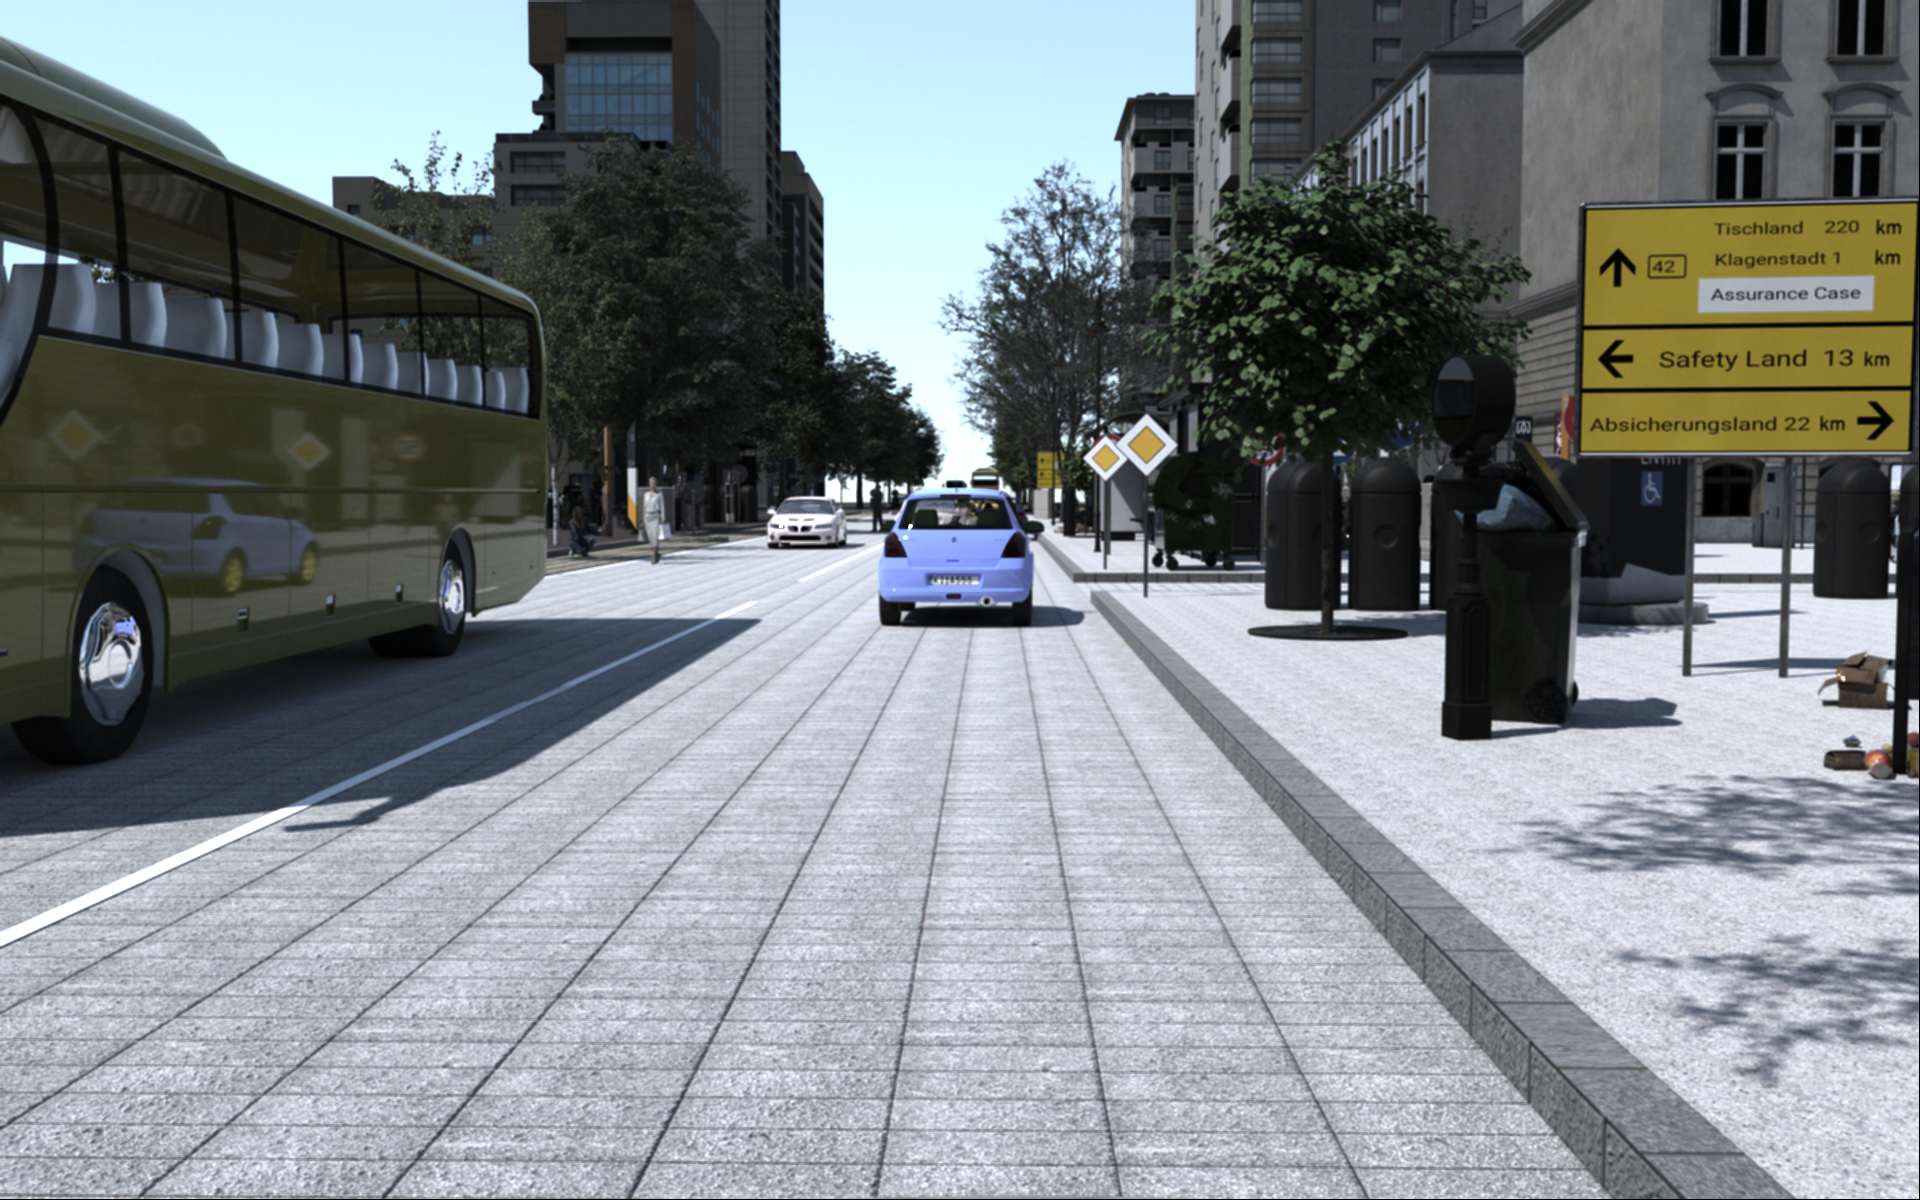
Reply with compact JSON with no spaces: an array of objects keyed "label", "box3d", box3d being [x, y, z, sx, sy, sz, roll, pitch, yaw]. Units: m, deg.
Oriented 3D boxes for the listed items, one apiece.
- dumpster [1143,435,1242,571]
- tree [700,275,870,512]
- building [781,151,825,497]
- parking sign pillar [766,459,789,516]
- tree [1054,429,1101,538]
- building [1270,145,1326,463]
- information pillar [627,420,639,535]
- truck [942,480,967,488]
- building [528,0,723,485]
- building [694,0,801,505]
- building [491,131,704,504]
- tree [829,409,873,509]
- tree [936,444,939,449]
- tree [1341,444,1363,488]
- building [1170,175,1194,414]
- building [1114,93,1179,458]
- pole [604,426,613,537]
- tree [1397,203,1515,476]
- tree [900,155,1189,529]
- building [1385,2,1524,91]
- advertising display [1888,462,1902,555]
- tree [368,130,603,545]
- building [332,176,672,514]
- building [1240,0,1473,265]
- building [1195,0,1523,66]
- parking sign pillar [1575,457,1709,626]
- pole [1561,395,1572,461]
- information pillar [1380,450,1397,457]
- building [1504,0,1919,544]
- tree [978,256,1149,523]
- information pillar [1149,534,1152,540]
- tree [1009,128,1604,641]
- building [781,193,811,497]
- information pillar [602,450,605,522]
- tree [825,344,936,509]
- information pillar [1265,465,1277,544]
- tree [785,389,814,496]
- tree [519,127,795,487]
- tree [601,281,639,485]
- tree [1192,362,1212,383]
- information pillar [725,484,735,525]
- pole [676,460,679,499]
[{"label":"dumpster","box3d":[3.963,-1.657,29.589,1.502,2.255,1.985,0,4,1]},{"label":"tree","box3d":[-9.252,-10.629,90.791,9.611,12.733,9.660,0,3,0]},{"label":"building","box3d":[-31.066,-38.170,247.785,21.300,48.544,21.600,0,4,1]},{"label":"parking sign pillar","box3d":[-10.802,-6.989,102.736,1.447,3.967,1.447,2,4,30]},{"label":"tree","box3d":[3.714,-3.472,51.364,1.663,3.219,1.824,0,3,0]},{"label":"building","box3d":[22.922,-15.048,95.187,9.793,20.994,18.267,0,4,1]},{"label":"information pillar","box3d":[-10.386,-3.893,55.005,0.183,3.616,0.504,-3,5,-43]},{"label":"truck","box3d":[-0.627,-15.376,247.327,3.469,3.379,9.791,0,4,2]},{"label":"building","box3d":[-29.419,-30.937,155.922,14.600,45.320,14.200,0,4,1]},{"label":"building","box3d":[-30.384,-47.321,211.946,20.563,71.187,20.611,0,4,1]},{"label":"building","box3d":[-29.183,-22.623,141.592,14.160,30.474,14.107,0,4,1]},{"label":"tree","box3d":[-8.925,-11.202,133.509,4.360,8.622,3.978,0,3,0]},{"label":"tree","box3d":[-7.196,-20.707,245.211,9.857,13.997,8.962,0,3,0]},{"label":"tree","box3d":[14.174,-6.849,62.344,4.737,8.622,4.395,0,3,0]},{"label":"building","box3d":[26.179,-23.694,159.104,14.160,30.474,14.107,0,4,1]},{"label":"building","box3d":[35.153,-38.893,225.141,28.713,52.752,27.495,0,4,1]},{"label":"pole","box3d":[-10.495,-3.538,51.682,0.158,3.312,0.155,0,3,0]},{"label":"tree","box3d":[12.297,-5.761,44.562,4.360,8.622,3.978,0,3,0]},{"label":"tree","box3d":[4.062,-9.389,63.882,12.009,13.543,11.850,0,3,0]},{"label":"building","box3d":[23.132,-13.932,76.946,9.793,20.994,18.267,0,4,1]},{"label":"advertising display","box3d":[19.383,-1.833,35.178,0.974,1.923,0.123,1,4,21]},{"label":"tree","box3d":[-10.598,-5.252,36.227,4.737,8.622,4.395,0,3,0]},{"label":"building","box3d":[-36.487,-16.814,119.951,27.650,21.520,28.899,0,4,1]},{"label":"building","box3d":[25.779,-26.524,117.262,14.154,41.232,14.086,0,4,1]},{"label":"building","box3d":[33.475,-33.533,137.506,28.713,52.752,27.495,0,4,1]},{"label":"parking sign pillar","box3d":[6.812,-1.773,17.466,1.447,3.967,1.447,-2,4,-33]},{"label":"pole","box3d":[12.487,-2.562,35.739,0.158,3.312,0.155,0,3,0]},{"label":"information pillar","box3d":[5.506,-1.888,22.229,0.183,3.616,0.504,0,4,-2]},{"label":"building","box3d":[34.862,-14.059,48.955,34.723,24.649,14.460,0,4,1]},{"label":"tree","box3d":[4.567,-9.244,76.895,9.928,11.665,9.643,0,3,0]},{"label":"information pillar","box3d":[5.480,-2.677,48.254,0.304,2.012,0.304,-3,5,-45]},{"label":"tree","box3d":[3.315,-1.961,15.784,4.285,4.588,4.351,0,3,0]},{"label":"building","box3d":[-27.641,-33.427,230.123,14.154,41.232,14.086,0,4,1]},{"label":"information pillar","box3d":[-16.276,-5.370,79.152,0.183,3.616,0.504,-1,4,-15]},{"label":"tree","box3d":[-8.472,-14.756,147.913,9.857,13.997,8.962,0,3,0]},{"label":"information pillar","box3d":[7.464,-3.064,41.449,0.504,3.616,0.183,2,4,26]},{"label":"tree","box3d":[-9.902,-9.978,113.499,4.737,8.622,4.395,0,3,0]},{"label":"tree","box3d":[-10.837,-9.472,61.525,9.857,13.997,8.962,0,3,0]},{"label":"tree","box3d":[-10.129,-5.686,43.334,4.737,8.622,4.395,0,3,0]},{"label":"tree","box3d":[12.097,-7.627,75.064,4.737,8.622,4.395,0,3,0]},{"label":"information pillar","box3d":[-9.701,-4.193,73.051,0.304,2.012,0.304,1,4,12]},{"label":"pole","box3d":[-16.774,-6.675,102.972,0.158,3.312,0.155,0,3,0]}]
